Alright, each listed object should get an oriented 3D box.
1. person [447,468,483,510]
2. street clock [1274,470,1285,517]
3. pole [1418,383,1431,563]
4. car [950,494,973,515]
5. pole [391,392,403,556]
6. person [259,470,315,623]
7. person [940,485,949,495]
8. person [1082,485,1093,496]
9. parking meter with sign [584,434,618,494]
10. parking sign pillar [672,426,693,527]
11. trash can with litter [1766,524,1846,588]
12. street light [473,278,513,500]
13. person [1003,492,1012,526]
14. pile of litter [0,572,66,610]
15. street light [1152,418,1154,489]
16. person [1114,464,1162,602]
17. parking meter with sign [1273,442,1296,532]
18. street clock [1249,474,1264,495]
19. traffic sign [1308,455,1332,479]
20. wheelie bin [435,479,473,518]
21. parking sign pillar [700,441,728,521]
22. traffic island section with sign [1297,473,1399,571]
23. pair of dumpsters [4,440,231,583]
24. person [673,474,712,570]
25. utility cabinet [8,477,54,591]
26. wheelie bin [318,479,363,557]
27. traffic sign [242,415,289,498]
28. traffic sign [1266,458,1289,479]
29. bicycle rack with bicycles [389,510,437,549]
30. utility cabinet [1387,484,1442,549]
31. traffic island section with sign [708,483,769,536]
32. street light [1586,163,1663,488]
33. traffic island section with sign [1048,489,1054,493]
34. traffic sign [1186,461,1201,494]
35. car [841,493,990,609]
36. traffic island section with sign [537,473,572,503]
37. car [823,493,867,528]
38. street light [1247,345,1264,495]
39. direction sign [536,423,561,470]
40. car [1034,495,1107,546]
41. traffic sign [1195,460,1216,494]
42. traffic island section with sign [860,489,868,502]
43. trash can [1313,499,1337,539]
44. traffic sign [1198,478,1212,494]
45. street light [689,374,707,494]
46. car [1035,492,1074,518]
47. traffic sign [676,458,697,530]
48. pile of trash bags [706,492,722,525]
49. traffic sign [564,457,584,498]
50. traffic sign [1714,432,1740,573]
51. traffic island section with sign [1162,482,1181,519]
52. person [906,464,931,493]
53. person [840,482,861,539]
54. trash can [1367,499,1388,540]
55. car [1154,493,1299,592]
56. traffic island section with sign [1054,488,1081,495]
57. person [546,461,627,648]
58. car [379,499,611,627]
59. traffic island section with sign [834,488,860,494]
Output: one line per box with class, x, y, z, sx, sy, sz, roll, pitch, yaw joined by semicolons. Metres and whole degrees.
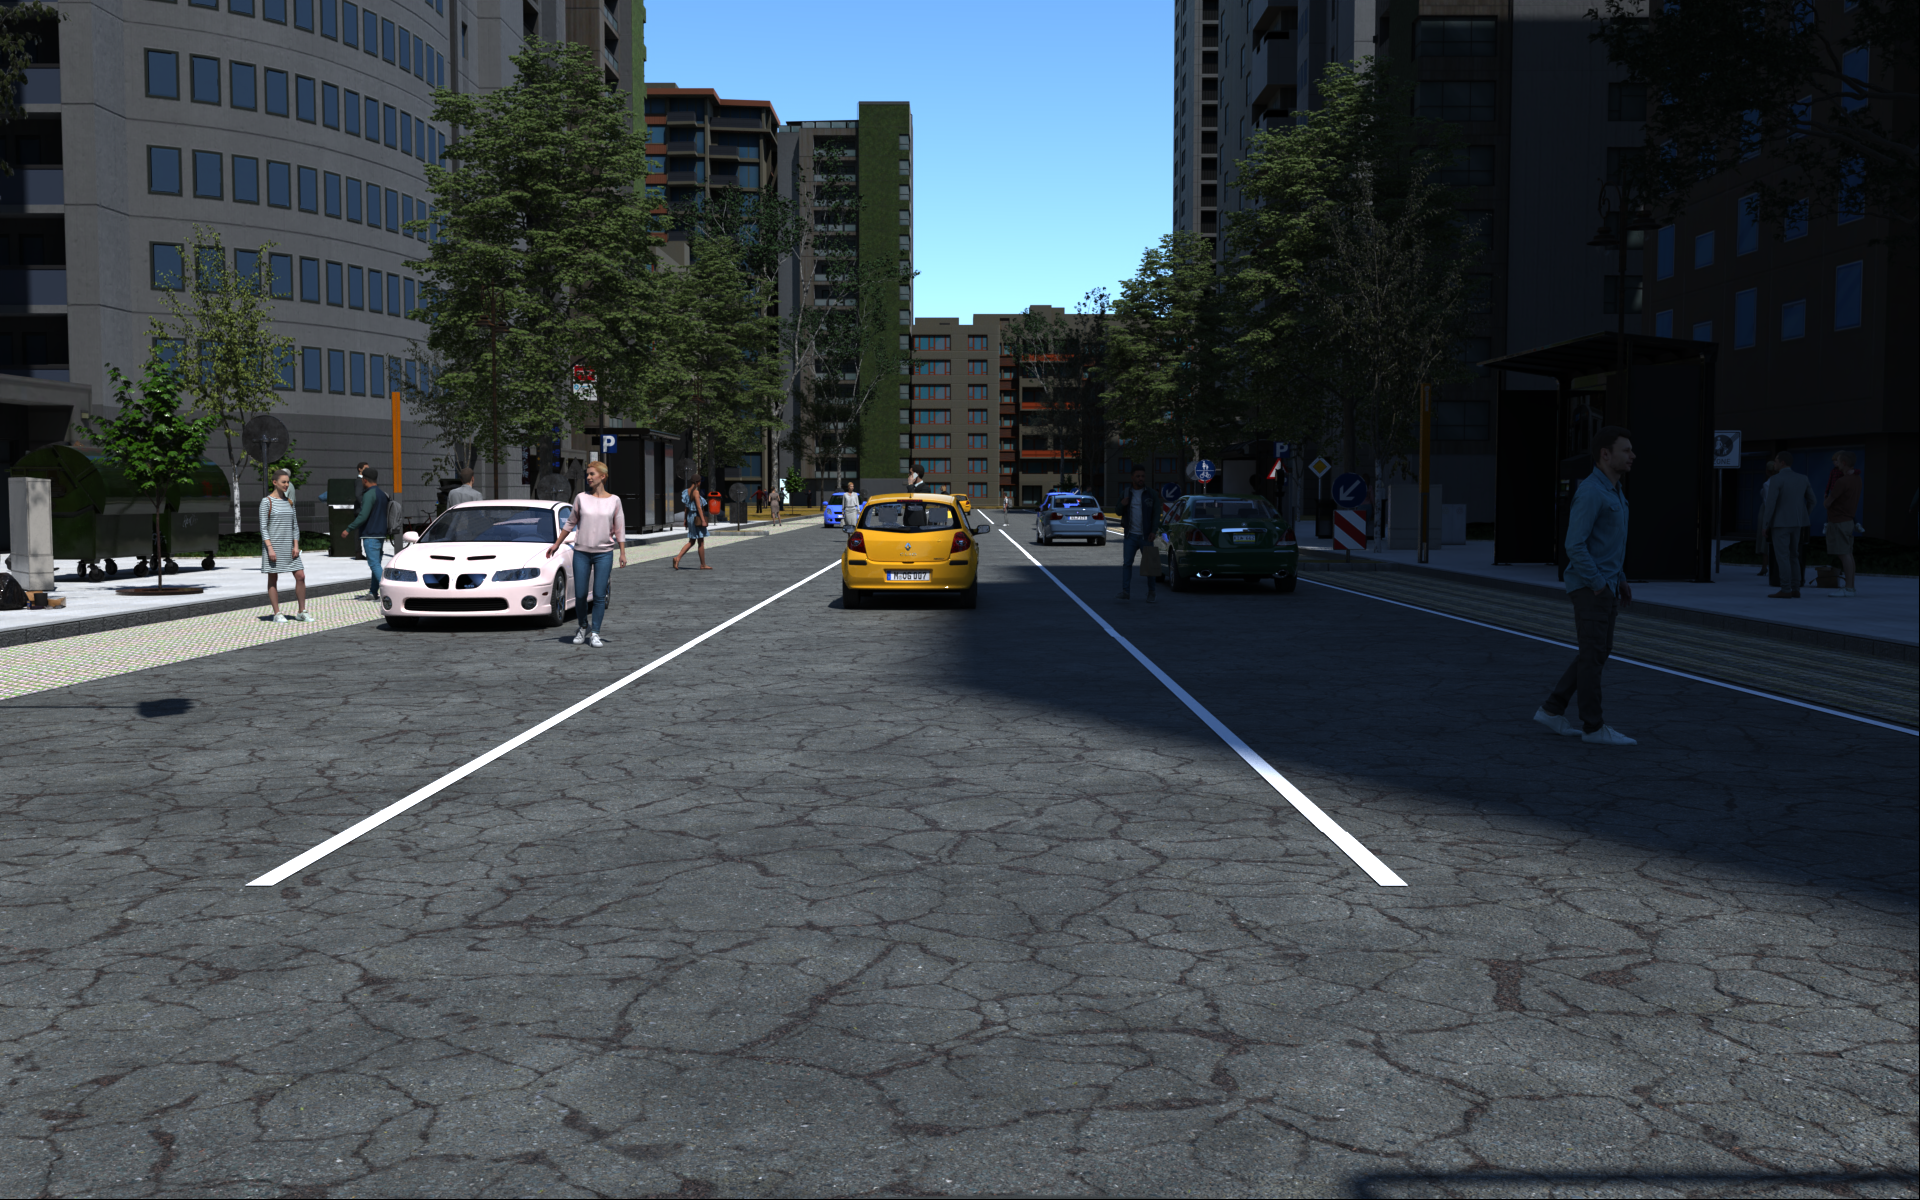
person;-6.913;-0.963;24.443;0.606;1.804;0.583;1;4;13
street clock;9.540;-2.884;51.719;0.358;2.002;0.471;0;4;2
pole;8.583;-2.334;32.005;0.158;3.312;0.155;0;3;0
car;-0.128;-6.559;117.463;2.015;1.641;3.980;0;4;0
pole;-11.278;-2.499;34.702;0.158;3.312;0.155;0;3;0
person;-7.534;-0.594;19.222;0.522;1.701;0.512;2;4;31
person;-0.824;-3.923;72.860;0.699;1.804;1.509;-1;4;-19
person;5.782;-4.290;78.498;0.638;1.841;0.748;0;4;-7
parking meter with sign;-10.513;-3.282;49.925;0.543;3.016;1.738;1;4;19
parking sign pillar;-11.155;-4.873;68.150;1.447;3.967;1.447;0;4;-5
trash can with litter;11.706;-0.767;23.928;1.055;1.170;0.624;2;4;32
street light;-9.988;-3.940;37.199;0.468;5.910;1.993;0;3;0
person;2.062;-4.069;77.622;0.523;1.515;0.503;-2;4;-28
pile of litter;-10.906;-0.341;19.536;1.719;0.858;1.176;2;4;29
street light;9.132;-6.675;81.919;0.468;5.910;1.993;0;3;0
person;2.385;-0.872;22.739;0.794;1.824;0.713;3;4;38
parking meter with sign;10.988;-3.802;58.429;0.543;3.016;1.738;1;4;20
street clock;10.732;-3.557;62.726;0.471;2.002;0.358;2;4;33
traffic sign;12.057;-3.563;57.992;0.795;2.593;0.064;1;4;9
wheelie bin;-10.257;-1.676;35.313;0.980;1.594;0.693;0;4;4
parking sign pillar;-11.778;-5.737;82.272;1.447;3.967;1.447;3;4;37
traffic island section with sign;7.098;-1.479;32.811;1.989;1.847;2.006;0;3;0
pair of dumpsters;-13.028;-1.499;26.995;1.574;2.255;4.437;0;3;0
person;-4.998;-1.466;32.560;0.778;1.811;0.616;-2;4;-31
utility cabinet;-12.404;-0.885;23.149;0.318;1.500;1.173;-3;4;-39
wheelie bin;-12.610;-1.685;35.454;0.980;1.594;0.693;-1;4;-14
traffic sign;-11.201;-1.703;27.946;0.768;2.556;0.104;0;4;1
traffic sign;11.129;-3.698;60.458;0.884;2.594;0.081;0;4;1
bicycle rack with bicycles;-11.274;-1.626;39.968;2.925;0.926;2.852;2;4;28
utility cabinet;10.527;-1.922;40.100;1.173;1.500;0.318;0;4;2
traffic island section with sign;-7.624;-3.123;59.682;1.989;1.847;2.006;0;3;0
street light;9.072;-3.120;23.801;0.468;5.910;1.993;0;3;0
traffic island section with sign;7.145;-7.822;136.524;1.989;1.847;2.006;0;3;0
traffic sign;9.042;-4.065;66.574;0.768;2.556;0.104;0;4;3
car;-0.606;-0.787;23.091;2.015;1.641;3.980;0;4;1
traffic island section with sign;-7.633;-1.447;32.294;1.989;1.847;2.006;0;3;0
car;-4.866;-3.934;73.908;1.945;1.707;3.694;0;4;0
street light;9.040;-4.883;52.618;0.468;5.910;1.993;0;3;0
direction sign;-13.167;-3.882;55.474;0.876;3.537;0.379;1;4;18
car;3.150;-2.284;49.348;2.014;1.417;4.499;0;4;-1
traffic sign;9.079;-3.920;64.199;0.768;2.556;0.104;0;4;1
traffic island section with sign;-7.578;-7.854;137.045;1.989;1.847;2.006;0;3;0
trash can;10.560;-2.341;49.932;0.748;1.137;0.748;0;3;0
traffic sign;11.630;-5.040;82.506;0.768;2.556;0.104;1;4;9
street light;-10.031;-5.729;66.464;0.468;5.910;1.993;0;3;0
car;4.033;-3.705;70.162;1.945;1.707;3.694;0;4;-1
traffic sign;-9.657;-3.729;61.083;0.768;2.556;0.104;0;4;6
pile of trash bags;-11.392;-3.708;70.372;3.447;1.369;1.912;0;4;-6
traffic sign;-13.446;-3.706;60.605;0.884;2.594;0.081;0;4;5
traffic sign;12.258;-1.580;27.961;0.606;2.300;0.079;0;4;2
traffic island section with sign;7.096;-3.128;59.766;1.989;1.847;2.006;0;3;0
person;-0.758;-1.205;27.565;0.474;1.900;0.648;-3;5;-45
person;-3.206;-2.602;51.399;0.694;1.780;0.624;1;4;12
trash can;11.610;-2.256;48.540;0.748;1.137;0.748;0;3;0
car;3.999;-0.917;26.791;2.131;1.459;4.920;0;4;0
traffic island section with sign;7.131;-6.161;109.356;1.989;1.847;2.006;0;3;0
person;-3.530;-0.438;16.329;0.731;1.740;0.598;-1;4;-15
car;-5.270;-0.476;20.148;2.083;1.381;4.827;0;4;-1
traffic island section with sign;-7.602;-6.206;110.090;1.989;1.847;2.006;0;3;0
